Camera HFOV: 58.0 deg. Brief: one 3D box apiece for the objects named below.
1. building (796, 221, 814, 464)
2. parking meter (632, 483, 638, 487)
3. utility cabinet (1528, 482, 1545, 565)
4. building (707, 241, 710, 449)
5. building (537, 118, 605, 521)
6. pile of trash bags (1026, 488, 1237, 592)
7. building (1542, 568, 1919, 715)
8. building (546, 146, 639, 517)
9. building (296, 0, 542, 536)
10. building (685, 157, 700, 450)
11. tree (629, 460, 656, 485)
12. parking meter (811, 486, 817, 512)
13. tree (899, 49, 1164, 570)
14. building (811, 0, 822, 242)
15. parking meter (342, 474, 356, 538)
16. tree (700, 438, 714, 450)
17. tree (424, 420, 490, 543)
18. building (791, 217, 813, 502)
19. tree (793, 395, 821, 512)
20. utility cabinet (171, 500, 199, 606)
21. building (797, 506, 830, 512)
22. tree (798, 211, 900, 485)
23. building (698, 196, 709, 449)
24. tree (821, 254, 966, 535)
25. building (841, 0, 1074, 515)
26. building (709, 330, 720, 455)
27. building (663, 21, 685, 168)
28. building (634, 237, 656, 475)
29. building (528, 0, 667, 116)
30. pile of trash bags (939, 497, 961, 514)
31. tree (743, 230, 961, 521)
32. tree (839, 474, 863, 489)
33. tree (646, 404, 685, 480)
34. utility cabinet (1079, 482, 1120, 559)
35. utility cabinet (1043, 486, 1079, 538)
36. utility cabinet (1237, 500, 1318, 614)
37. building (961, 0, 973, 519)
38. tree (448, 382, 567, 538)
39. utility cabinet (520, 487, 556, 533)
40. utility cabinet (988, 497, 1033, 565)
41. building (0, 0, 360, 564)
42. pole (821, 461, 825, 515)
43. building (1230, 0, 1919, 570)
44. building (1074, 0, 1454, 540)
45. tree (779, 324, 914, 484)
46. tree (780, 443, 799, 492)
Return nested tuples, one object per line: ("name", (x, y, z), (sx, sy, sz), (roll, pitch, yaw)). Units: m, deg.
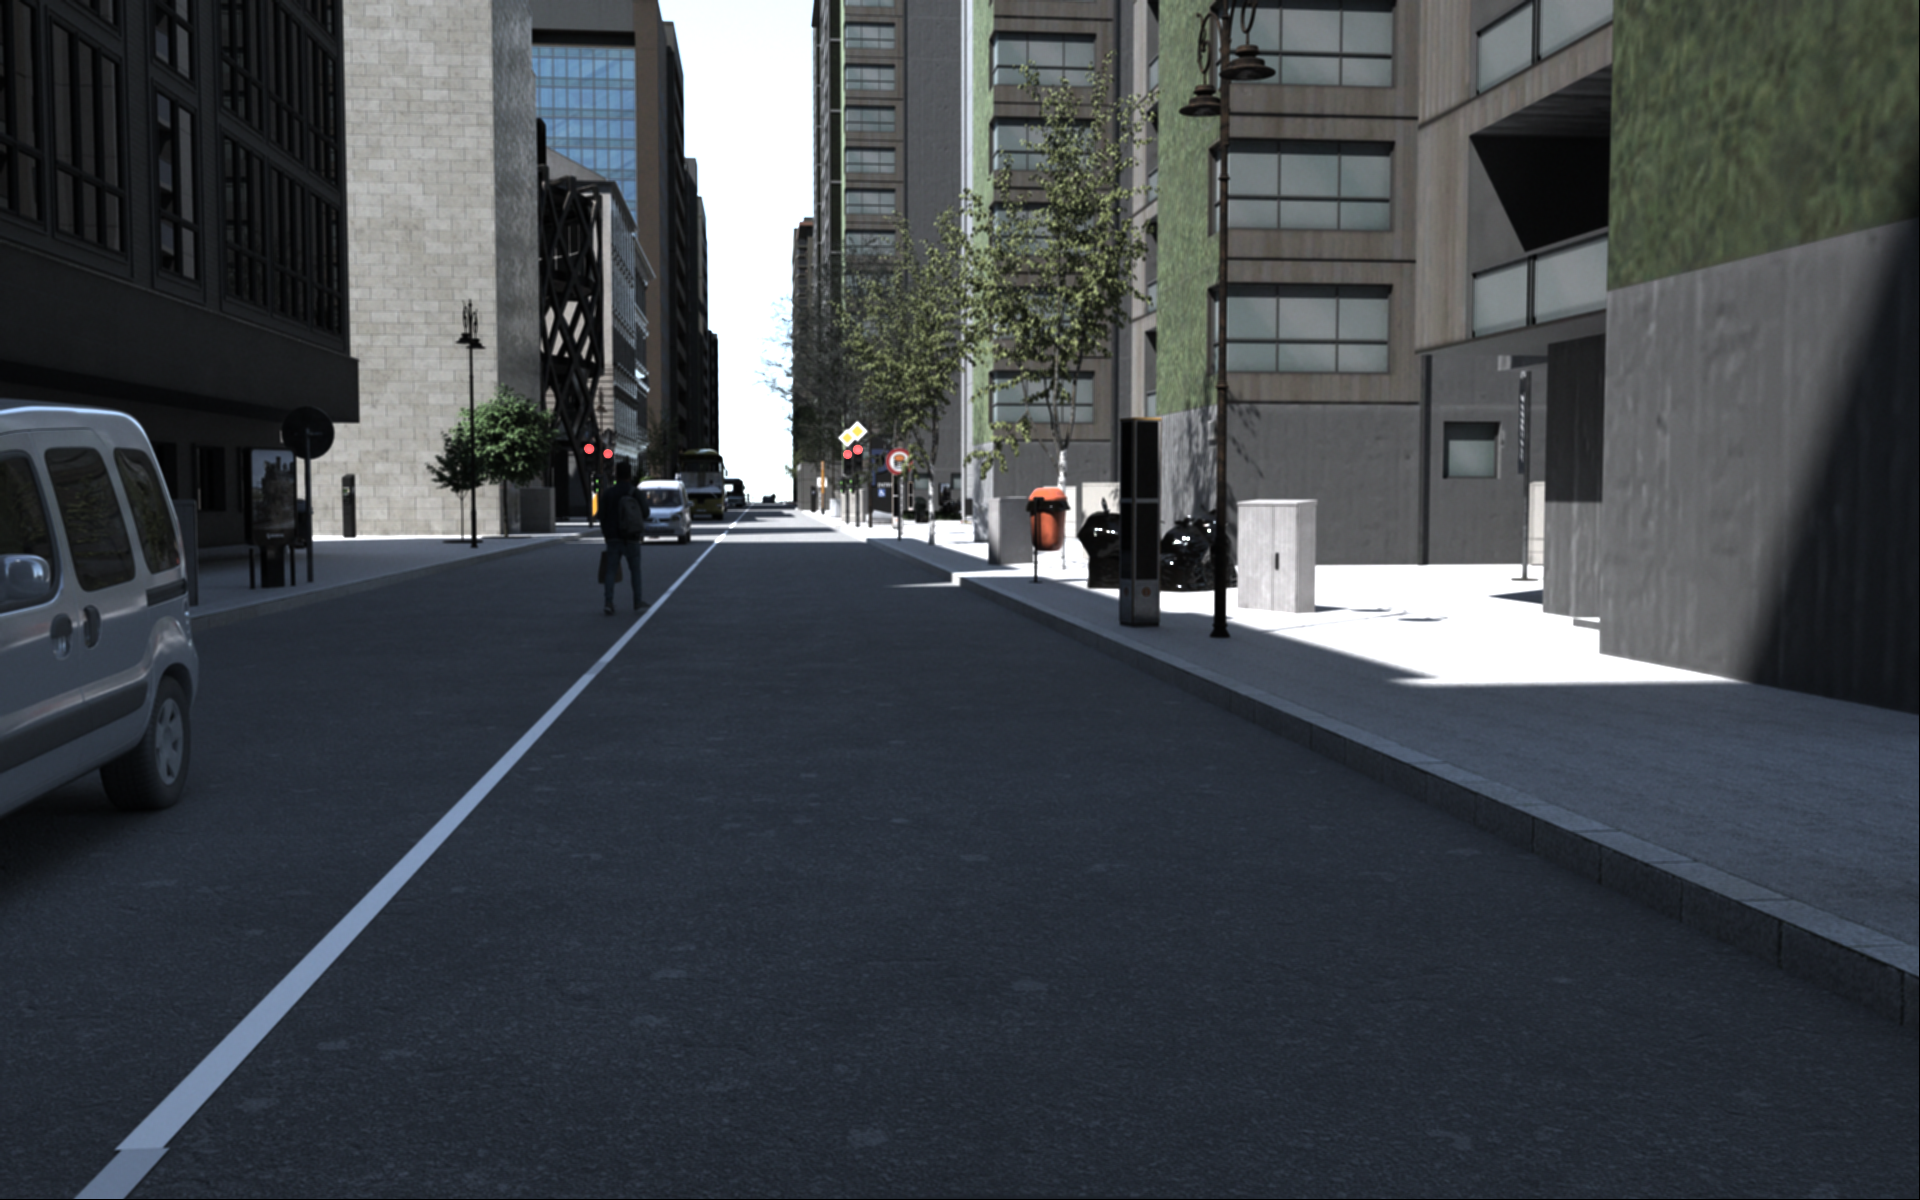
("building", (-14.486, -37.791, 272.500), (22.147, 44.769, 28.867), (0, 4, -6))
("parking meter", (-16.893, -5.159, 90.066), (0.255, 1.863, 0.399), (-1, 4, -22))
("utility cabinet", (10.807, -1.365, 31.001), (1.173, 1.500, 0.318), (0, 4, 2))
("building", (-48.273, -38.735, 283.425), (14.600, 45.320, 14.200), (0, 4, -6))
("building", (-25.403, -13.073, 81.195), (16.820, 18.784, 16.811), (0, 4, -6))
("pile of trash bags", (2.278, -0.887, 24.250), (3.447, 1.369, 1.912), (3, 5, 43))
("building", (11.905, -20.276, 15.111), (14.154, 41.232, 14.086), (0, 4, -6))
("building", (-24.862, -15.613, 104.428), (9.793, 20.994, 18.267), (0, 4, -6))
("building", (-23.191, -12.387, 57.272), (16.860, 20.320, 10.420), (0, 4, -6))
("building", (-38.004, -31.812, 203.717), (14.154, 41.232, 14.086), (0, 4, -6))
("tree", (-18.136, -6.358, 98.548), (1.663, 3.219, 1.824), (0, 3, 0))
("parking meter", (-10.193, -7.038, 120.774), (0.399, 1.863, 0.255), (0, 4, -3))
("tree", (1.610, -4.820, 29.176), (4.737, 8.622, 4.395), (0, 3, 0))
("building", (0.341, -35.472, 169.213), (28.713, 52.752, 27.495), (0, 4, -6))
("parking meter", (-17.934, -2.760, 50.829), (0.255, 1.863, 0.399), (0, 4, 2))
("tree", (-33.802, -16.761, 224.401), (4.737, 8.622, 4.395), (0, 3, 0))
("tree", (-13.271, -3.122, 45.651), (1.663, 3.219, 1.824), (0, 3, 0))
("building", (-17.992, -41.225, 297.724), (21.300, 48.544, 21.600), (0, 4, -6))
("tree", (-10.242, -10.774, 126.518), (4.360, 8.622, 3.978), (0, 3, 0))
("utility cabinet", (-9.265, -0.526, 19.769), (1.020, 1.237, 0.306), (-1, 4, -22))
("building", (-2.774, -42.842, 138.712), (20.563, 71.187, 20.611), (0, 4, -6))
("tree", (-0.952, -5.702, 43.589), (4.737, 8.622, 4.395), (0, 3, 0))
("building", (-49.667, -39.218, 264.909), (21.300, 48.544, 21.600), (0, 4, -6))
("tree", (-1.820, -6.327, 53.810), (4.360, 8.622, 3.978), (0, 3, 0))
("building", (-0.887, -26.348, 114.377), (14.154, 41.232, 14.086), (0, 4, -6))
("building", (-48.749, -32.220, 298.504), (14.160, 30.474, 14.107), (0, 4, -6))
("building", (-38.272, -33.464, 170.834), (21.300, 48.544, 21.600), (0, 4, -6))
("building", (-28.228, -17.604, 123.975), (11.583, 22.565, 21.152), (0, 4, -6))
("building", (-33.178, -30.790, 153.529), (14.600, 45.320, 14.200), (0, 4, -6))
("pile of trash bags", (0.277, -5.765, 104.006), (3.447, 1.369, 1.912), (3, 5, 39))
("tree", (-4.977, -10.435, 80.977), (12.009, 13.543, 11.850), (0, 3, 0))
("tree", (-6.725, -6.780, 105.456), (1.663, 3.219, 1.824), (0, 3, 0))
("tree", (-24.078, -11.508, 138.519), (4.737, 8.622, 4.395), (0, 3, 0))
("utility cabinet", (2.891, -1.507, 33.319), (0.318, 1.500, 1.173), (-3, 5, -44))
("utility cabinet", (2.983, -2.549, 50.349), (1.173, 1.500, 0.318), (3, 4, 39))
("utility cabinet", (3.466, -0.482, 19.035), (0.306, 1.237, 1.020), (-2, 4, -29))
("building", (15.046, -33.223, 85.196), (28.212, 58.520, 21.231), (0, 4, -6))
("tree", (-13.282, -4.108, 50.878), (4.285, 4.588, 4.351), (0, 3, 0))
("utility cabinet", (-13.891, -2.951, 56.935), (1.173, 1.500, 0.318), (1, 4, 21))
("utility cabinet", (0.933, -1.262, 31.795), (0.306, 1.237, 1.020), (3, 5, 40))
("building", (-18.568, -14.122, 24.405), (14.314, 27.812, 24.014), (0, 4, -6))
("pole", (-8.489, -6.941, 107.328), (0.158, 3.312, 0.155), (0, 3, 0))
("building", (10.831, -21.626, 37.175), (14.154, 41.232, 14.086), (0, 4, -6))
("building", (7.204, -22.958, 58.950), (14.154, 41.232, 14.086), (0, 4, -6))
("tree", (-6.094, -9.665, 92.430), (7.601, 10.594, 8.767), (-2, 4, -25))
("tree", (-22.114, -17.358, 234.172), (4.737, 8.622, 4.395), (0, 3, 0))
